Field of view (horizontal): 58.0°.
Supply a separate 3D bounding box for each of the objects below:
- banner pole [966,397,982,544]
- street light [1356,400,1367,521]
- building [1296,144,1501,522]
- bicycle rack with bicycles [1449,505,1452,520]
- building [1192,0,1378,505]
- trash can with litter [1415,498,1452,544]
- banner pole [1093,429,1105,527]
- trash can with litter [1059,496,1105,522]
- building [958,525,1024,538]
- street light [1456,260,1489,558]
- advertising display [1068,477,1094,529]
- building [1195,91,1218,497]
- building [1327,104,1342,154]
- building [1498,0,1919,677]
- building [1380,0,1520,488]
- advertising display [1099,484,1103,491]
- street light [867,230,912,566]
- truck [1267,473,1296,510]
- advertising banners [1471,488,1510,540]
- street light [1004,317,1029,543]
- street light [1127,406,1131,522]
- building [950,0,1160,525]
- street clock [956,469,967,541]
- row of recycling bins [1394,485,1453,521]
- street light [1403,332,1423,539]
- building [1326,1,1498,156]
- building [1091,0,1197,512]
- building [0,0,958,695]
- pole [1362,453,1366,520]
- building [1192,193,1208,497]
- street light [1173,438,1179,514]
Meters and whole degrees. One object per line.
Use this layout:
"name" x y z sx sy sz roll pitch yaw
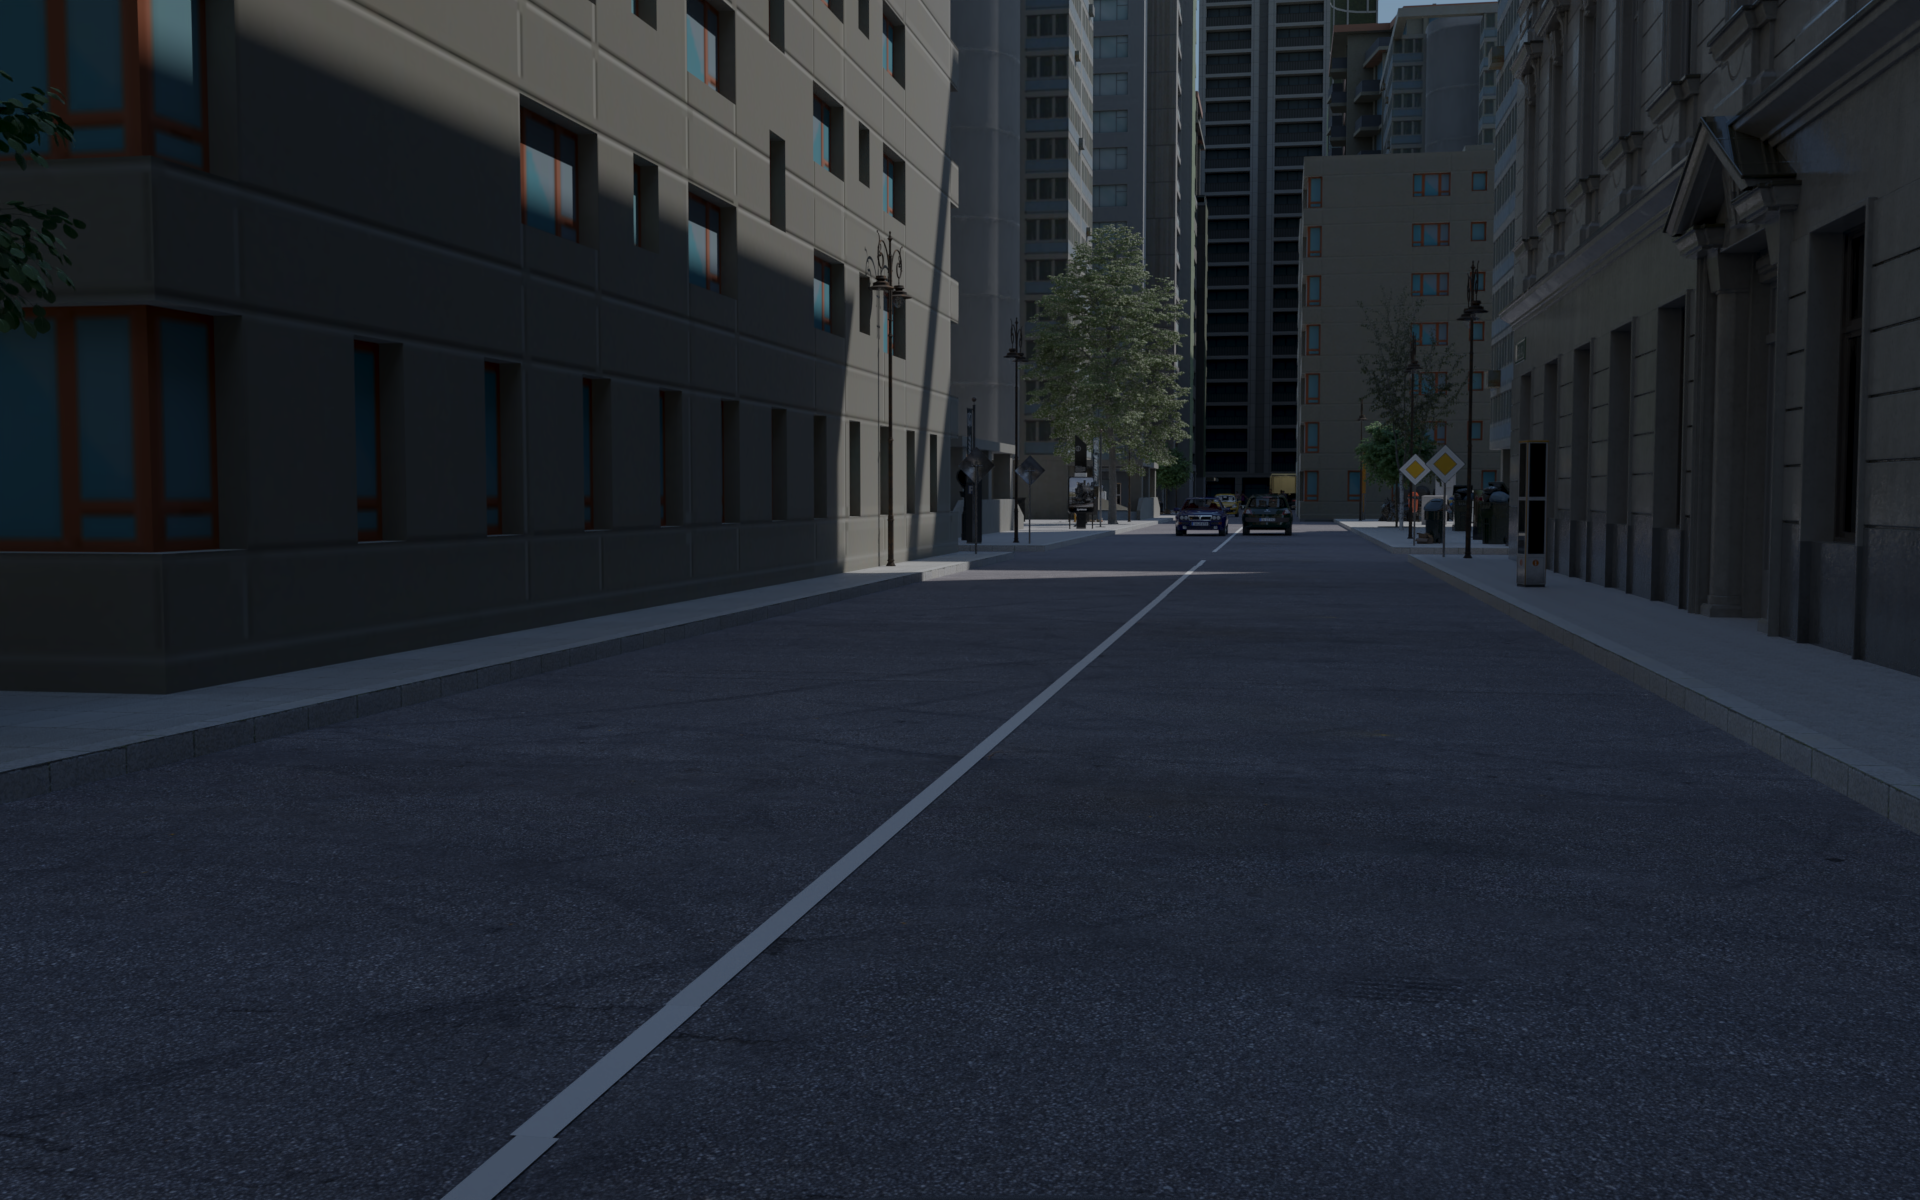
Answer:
"banner pole" 0.293 -3.335 44.549 0.401 3.779 0.863 1 4 17
"street light" 19.159 -6.724 82.727 0.468 5.910 1.993 1 4 10
"building" 33.833 -15.637 100.707 27.650 21.520 28.899 1 4 10
"bicycle rack with bicycles" 25.082 -4.385 85.079 2.852 0.926 2.925 -1 4 -22
"building" 39.273 -47.075 207.931 20.611 71.187 20.563 1 4 10
"trash can with litter" 12.217 -2.040 44.749 0.624 1.170 1.055 3 4 39
"banner pole" 5.331 -4.708 66.993 0.401 3.779 0.863 -2 4 -24
"trash can with litter" 5.660 -4.163 79.117 2.233 1.210 1.678 1 4 14
"building" -14.766 -22.424 58.519 32.217 40.220 23.993 1 4 10
"street light" 10.152 -3.771 34.444 0.468 5.910 1.993 1 4 10
"advertising display" 4.462 -3.584 63.811 0.974 1.923 0.123 0 4 -7
"building" 12.831 -32.450 185.182 28.867 44.769 22.147 1 4 10
"building" 45.511 -30.505 182.352 14.154 41.232 14.086 1 4 10
"building" 14.658 -14.334 10.779 17.030 29.872 44.131 1 4 10
"building" 45.253 -26.956 132.609 32.217 40.220 23.993 1 4 10
"advertising display" 9.399 -6.758 115.701 0.123 1.923 0.974 1 4 18
"street light" -1.229 -3.536 30.605 0.468 5.910 1.993 1 4 10
"truck" 29.922 -10.006 159.520 3.469 3.379 9.791 1 4 11
"advertising banners" 15.099 -3.156 47.794 2.074 3.025 0.090 3 4 38
"street light" 1.481 -4.446 45.479 0.468 5.910 1.993 1 4 10
"street light" 7.755 -6.509 79.211 0.468 5.910 1.993 1 4 10
"building" -5.730 -24.564 93.503 32.217 40.220 23.993 1 4 10
"street clock" 0.144 -2.646 47.826 0.471 2.002 0.358 -1 4 -12
"row of recycling bins" 22.425 -4.597 82.268 3.534 1.692 1.069 1 4 18
"street light" 12.923 -4.694 49.527 0.468 5.910 1.993 1 4 10
"building" 45.114 -30.910 160.007 22.147 44.769 28.867 1 4 10
"building" 9.755 -27.092 126.550 14.154 41.232 14.086 1 4 10
"building" -16.764 -11.105 26.612 28.899 21.520 27.650 1 4 10
"pole" 19.965 -5.611 85.583 0.158 3.312 0.155 0 3 0
"building" 15.675 -23.858 161.781 14.160 30.474 14.107 1 4 10
"street light" 14.186 -8.605 113.482 0.468 5.910 1.993 1 4 10
